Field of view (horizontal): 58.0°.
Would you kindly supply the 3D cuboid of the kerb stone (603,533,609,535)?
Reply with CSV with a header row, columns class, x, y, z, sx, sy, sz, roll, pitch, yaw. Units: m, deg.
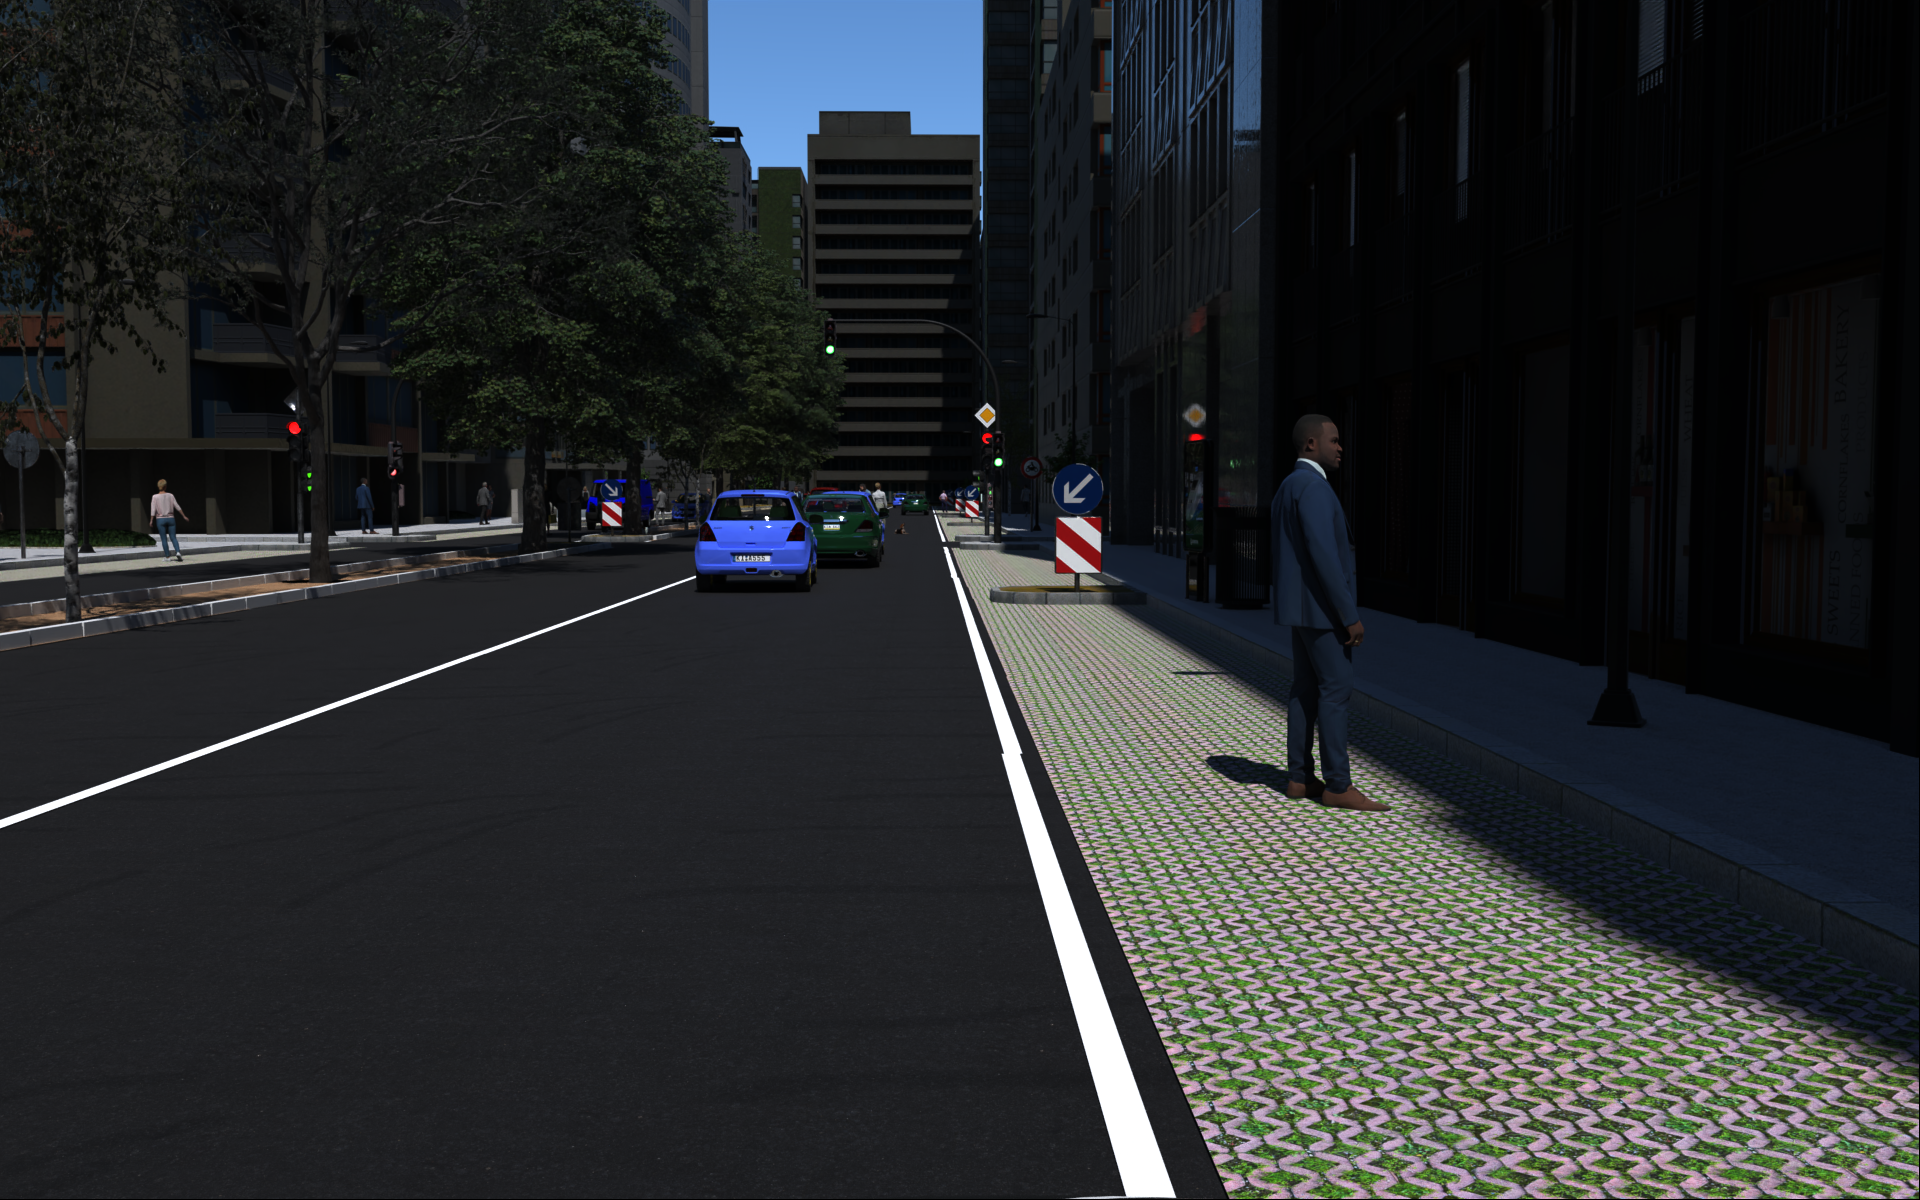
class,x,y,z,sx,sy,sz,roll,pitch,yaw
kerb stone,-11.612,-2.079,56.182,0.120,0.150,1.000,0,4,-1

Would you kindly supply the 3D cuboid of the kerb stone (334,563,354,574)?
class,x,y,z,sx,sy,sz,roll,pitch,yaw
kerb stone,-11.152,-0.540,31.074,0.120,0.150,1.000,0,4,-1

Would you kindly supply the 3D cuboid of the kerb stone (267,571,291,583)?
class,x,y,z,sx,sy,sz,roll,pitch,yaw
kerb stone,-11.102,-0.355,28.006,0.120,0.150,1.000,0,4,-1

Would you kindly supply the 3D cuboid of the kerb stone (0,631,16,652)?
class,x,y,z,sx,sy,sz,roll,pitch,yaw
kerb stone,-8.775,0.395,15.744,0.120,0.150,1.000,0,4,-1

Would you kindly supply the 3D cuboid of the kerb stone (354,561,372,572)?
class,x,y,z,sx,sy,sz,roll,pitch,yaw
kerb stone,-11.174,-0.606,32.098,0.120,0.150,1.000,0,4,-1

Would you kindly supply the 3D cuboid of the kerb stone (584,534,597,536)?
class,x,y,z,sx,sy,sz,roll,pitch,yaw
kerb stone,-11.578,-1.954,54.138,0.120,0.150,1.000,0,4,-1

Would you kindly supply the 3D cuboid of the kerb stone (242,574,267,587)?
class,x,y,z,sx,sy,sz,roll,pitch,yaw
kerb stone,-11.085,-0.290,26.978,0.120,0.150,1.000,0,4,-1

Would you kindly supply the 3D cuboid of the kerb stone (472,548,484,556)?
class,x,y,z,sx,sy,sz,roll,pitch,yaw
kerb stone,-11.321,-1.104,40.294,0.120,0.150,1.000,0,4,-1

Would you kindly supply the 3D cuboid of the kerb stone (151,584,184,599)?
class,x,y,z,sx,sy,sz,roll,pitch,yaw
kerb stone,-11.024,-0.101,23.907,0.120,0.150,1.000,0,4,-1

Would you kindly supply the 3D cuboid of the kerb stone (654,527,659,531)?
class,x,y,z,sx,sy,sz,roll,pitch,yaw
kerb stone,-11.799,-2.705,66.473,0.120,0.150,1.000,0,4,-1

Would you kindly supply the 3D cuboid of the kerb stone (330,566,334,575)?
class,x,y,z,sx,sy,sz,roll,pitch,yaw
kerb stone,-11.136,-0.481,30.052,0.120,0.150,1.000,0,4,-1

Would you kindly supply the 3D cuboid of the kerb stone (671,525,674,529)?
class,x,y,z,sx,sy,sz,roll,pitch,yaw
kerb stone,-11.873,-2.958,70.570,0.120,0.150,1.000,0,4,-1

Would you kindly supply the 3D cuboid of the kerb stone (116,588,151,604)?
class,x,y,z,sx,sy,sz,roll,pitch,yaw
kerb stone,-11.012,-0.042,22.876,0.120,0.150,1.000,0,4,-1

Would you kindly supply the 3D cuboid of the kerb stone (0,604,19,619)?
class,x,y,z,sx,sy,sz,roll,pitch,yaw
kerb stone,-10.949,0.146,19.811,0.120,0.150,1.000,0,4,-1

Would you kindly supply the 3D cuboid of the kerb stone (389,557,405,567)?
class,x,y,z,sx,sy,sz,roll,pitch,yaw
kerb stone,-11.212,-0.731,34.144,0.120,0.150,1.000,0,4,-1

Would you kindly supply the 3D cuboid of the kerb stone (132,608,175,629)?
class,x,y,z,sx,sy,sz,roll,pitch,yaw
kerb stone,-8.834,0.207,18.812,0.120,0.150,1.000,0,4,-1

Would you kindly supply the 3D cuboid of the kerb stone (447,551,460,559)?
class,x,y,z,sx,sy,sz,roll,pitch,yaw
kerb stone,-11.286,-0.981,38.238,0.120,0.150,1.000,0,4,-1

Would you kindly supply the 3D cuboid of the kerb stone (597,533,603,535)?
class,x,y,z,sx,sy,sz,roll,pitch,yaw
kerb stone,-11.592,-2.014,55.160,0.120,0.150,1.000,0,4,-1

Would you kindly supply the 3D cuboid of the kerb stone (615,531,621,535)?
class,x,y,z,sx,sy,sz,roll,pitch,yaw
kerb stone,-11.649,-2.204,58.233,0.120,0.150,1.000,0,4,-1

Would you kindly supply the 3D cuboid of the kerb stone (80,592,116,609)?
class,x,y,z,sx,sy,sz,roll,pitch,yaw
kerb stone,-10.985,0.021,21.855,0.120,0.150,1.000,0,4,-1

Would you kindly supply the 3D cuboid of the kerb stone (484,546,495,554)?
class,x,y,z,sx,sy,sz,roll,pitch,yaw
kerb stone,-11.337,-1.170,41.325,0.120,0.150,1.000,0,4,-1

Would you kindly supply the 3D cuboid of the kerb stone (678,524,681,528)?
class,x,y,z,sx,sy,sz,roll,pitch,yaw
kerb stone,-11.919,-3.084,72.617,0.120,0.150,1.000,0,4,-1

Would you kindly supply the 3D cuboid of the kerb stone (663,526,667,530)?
class,x,y,z,sx,sy,sz,roll,pitch,yaw
kerb stone,-11.835,-2.833,68.517,0.120,0.150,1.000,0,4,-1

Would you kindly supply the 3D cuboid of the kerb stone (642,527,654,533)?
class,x,y,z,sx,sy,sz,roll,pitch,yaw
kerb stone,-11.785,-2.638,65.434,0.120,0.150,1.000,0,4,-1

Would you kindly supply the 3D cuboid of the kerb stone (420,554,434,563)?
class,x,y,z,sx,sy,sz,roll,pitch,yaw
kerb stone,-11.243,-0.856,36.195,0.120,0.150,1.000,0,4,-1

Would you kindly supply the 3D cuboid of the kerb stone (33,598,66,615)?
class,x,y,z,sx,sy,sz,roll,pitch,yaw
kerb stone,-10.965,0.085,20.833,0.120,0.150,1.000,0,4,-1

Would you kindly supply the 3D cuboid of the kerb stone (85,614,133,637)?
class,x,y,z,sx,sy,sz,roll,pitch,yaw
kerb stone,-8.813,0.269,17.791,0.120,0.150,1.000,0,4,-1

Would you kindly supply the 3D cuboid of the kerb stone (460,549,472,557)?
class,x,y,z,sx,sy,sz,roll,pitch,yaw
kerb stone,-11.311,-1.044,39.268,0.120,0.150,1.000,0,4,-1

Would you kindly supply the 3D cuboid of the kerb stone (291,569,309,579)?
class,x,y,z,sx,sy,sz,roll,pitch,yaw
kerb stone,-11.115,-0.418,29.028,0.120,0.150,1.000,0,4,-1

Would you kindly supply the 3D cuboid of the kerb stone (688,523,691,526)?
class,x,y,z,sx,sy,sz,roll,pitch,yaw
kerb stone,-11.974,-3.266,75.684,0.120,0.150,1.000,0,4,-1

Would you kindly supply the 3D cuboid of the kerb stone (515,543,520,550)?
class,x,y,z,sx,sy,sz,roll,pitch,yaw
kerb stone,-11.394,-1.358,44.401,0.120,0.150,1.000,0,4,-1

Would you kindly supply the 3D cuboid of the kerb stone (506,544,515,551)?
class,x,y,z,sx,sy,sz,roll,pitch,yaw
kerb stone,-11.382,-1.294,43.379,0.120,0.150,1.000,0,4,-1

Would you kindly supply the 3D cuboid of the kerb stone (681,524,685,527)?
class,x,y,z,sx,sy,sz,roll,pitch,yaw
kerb stone,-11.930,-3.146,73.640,0.120,0.150,1.000,0,4,-1

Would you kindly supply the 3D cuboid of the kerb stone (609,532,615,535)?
class,x,y,z,sx,sy,sz,roll,pitch,yaw
kerb stone,-11.635,-2.141,57.207,0.120,0.150,1.000,0,4,-1

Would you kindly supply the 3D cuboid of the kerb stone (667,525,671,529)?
class,x,y,z,sx,sy,sz,roll,pitch,yaw
kerb stone,-11.860,-2.893,69.548,0.120,0.150,1.000,0,4,-1

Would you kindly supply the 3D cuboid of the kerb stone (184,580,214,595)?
class,x,y,z,sx,sy,sz,roll,pitch,yaw
kerb stone,-11.048,-0.162,24.934,0.120,0.150,1.000,0,4,-1

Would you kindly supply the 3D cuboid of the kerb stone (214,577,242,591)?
class,x,y,z,sx,sy,sz,roll,pitch,yaw
kerb stone,-11.064,-0.225,25.956,0.120,0.150,1.000,0,4,-1

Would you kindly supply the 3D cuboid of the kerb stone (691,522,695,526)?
class,x,y,z,sx,sy,sz,roll,pitch,yaw
kerb stone,-11.981,-3.334,76.707,0.120,0.150,1.000,0,4,-1

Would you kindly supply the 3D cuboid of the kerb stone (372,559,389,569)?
class,x,y,z,sx,sy,sz,roll,pitch,yaw
kerb stone,-11.192,-0.667,33.122,0.120,0.150,1.000,0,4,-1

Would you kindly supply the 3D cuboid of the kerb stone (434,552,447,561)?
class,x,y,z,sx,sy,sz,roll,pitch,yaw
kerb stone,-11.270,-0.919,37.217,0.120,0.150,1.000,0,4,-1

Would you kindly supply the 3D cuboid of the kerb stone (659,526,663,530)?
class,x,y,z,sx,sy,sz,roll,pitch,yaw
kerb stone,-11.817,-2.771,67.495,0.120,0.150,1.000,0,4,-1

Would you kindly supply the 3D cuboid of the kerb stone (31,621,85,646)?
class,x,y,z,sx,sy,sz,roll,pitch,yaw
kerb stone,-8.803,0.332,16.766,0.120,0.150,1.000,0,4,-1

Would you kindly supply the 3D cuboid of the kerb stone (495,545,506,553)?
class,x,y,z,sx,sy,sz,roll,pitch,yaw
kerb stone,-11.359,-1.233,42.358,0.120,0.150,1.000,0,4,-1

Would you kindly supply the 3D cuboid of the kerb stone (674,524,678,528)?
class,x,y,z,sx,sy,sz,roll,pitch,yaw
kerb stone,-11.889,-3.021,71.592,0.120,0.150,1.000,0,4,-1

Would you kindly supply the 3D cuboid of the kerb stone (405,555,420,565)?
class,x,y,z,sx,sy,sz,roll,pitch,yaw
kerb stone,-11.232,-0.794,35.173,0.120,0.150,1.000,0,4,-1
